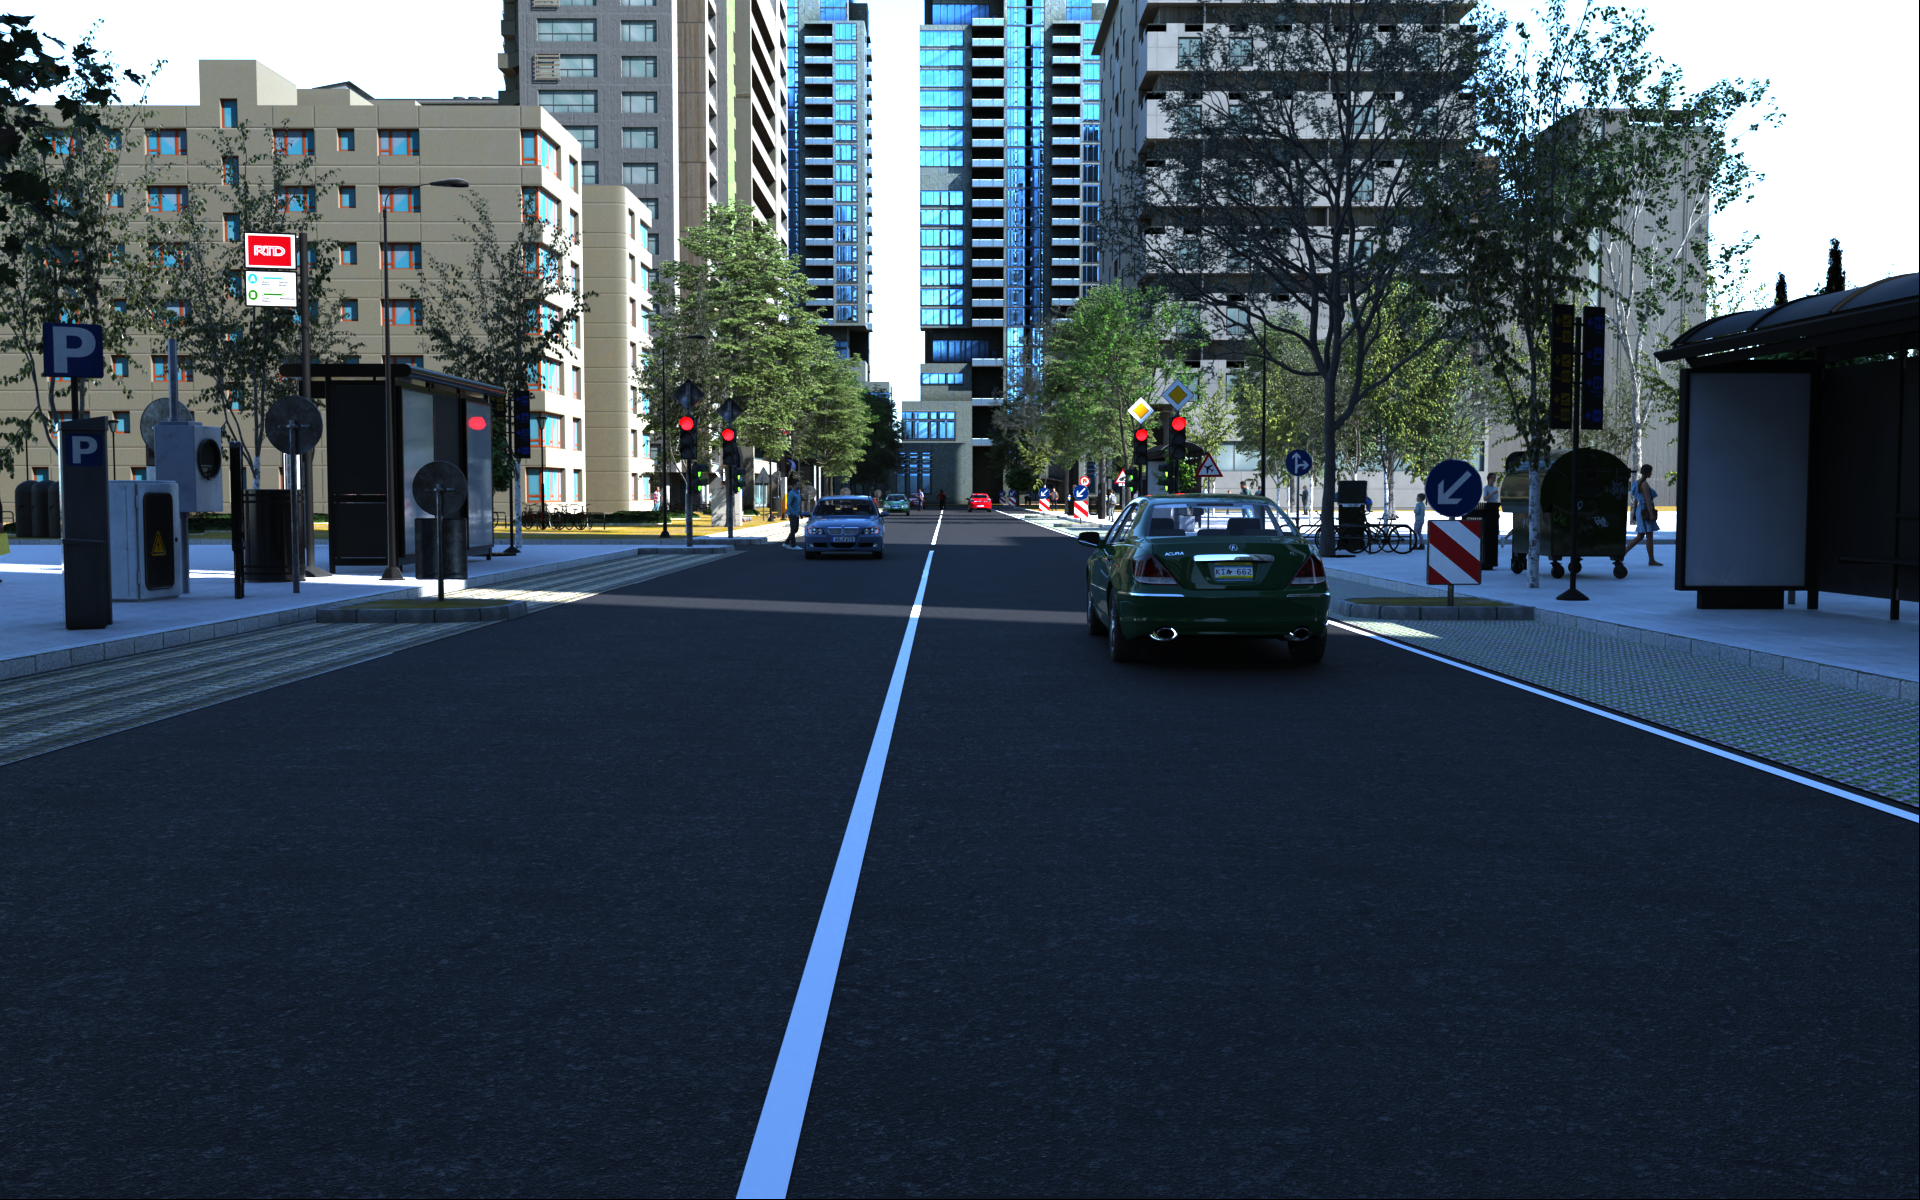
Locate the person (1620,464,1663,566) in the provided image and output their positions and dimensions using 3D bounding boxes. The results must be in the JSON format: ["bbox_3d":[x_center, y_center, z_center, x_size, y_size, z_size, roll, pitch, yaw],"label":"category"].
[{"bbox_3d":[12.122,-1.506,30.754,0.778,1.811,0.616,0,4,6],"label":"person"}]

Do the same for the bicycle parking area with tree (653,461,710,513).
[{"bbox_3d":[-19.080,-8.050,118.616,9.016,4.147,8.231,1,4,17],"label":"bicycle parking area with tree"}]

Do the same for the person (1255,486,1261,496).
[{"bbox_3d":[18.157,-6.041,105.158,0.623,1.781,0.721,-2,4,-24],"label":"person"}]

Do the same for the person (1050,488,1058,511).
[{"bbox_3d":[7.238,-7.763,133.496,0.617,1.759,0.750,1,4,11],"label":"person"}]

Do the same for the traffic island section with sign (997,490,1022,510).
[{"bbox_3d":[4.482,-8.826,152.938,1.989,1.847,2.006,0,4,0],"label":"traffic island section with sign"}]

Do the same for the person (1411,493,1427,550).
[{"bbox_3d":[10.537,-1.806,39.846,0.394,1.301,0.425,2,4,24],"label":"person"}]

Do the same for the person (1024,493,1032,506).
[{"bbox_3d":[7.020,-10.390,179.100,0.628,1.438,0.799,2,4,32],"label":"person"}]

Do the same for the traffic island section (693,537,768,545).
[{"bbox_3d":[-6.684,-1.713,50.296,2.009,0.180,2.903,0,4,0],"label":"traffic island section"}]

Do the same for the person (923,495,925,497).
[{"bbox_3d":[-4.471,-11.424,195.994,1.217,1.735,0.721,0,4,7],"label":"person"}]

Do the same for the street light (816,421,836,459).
[{"bbox_3d":[-8.598,-8.435,110.461,1.470,5.913,1.316,0,4,0],"label":"street light"}]

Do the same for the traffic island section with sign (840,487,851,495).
[{"bbox_3d":[-6.761,-5.779,103.114,1.989,1.847,2.006,0,4,0],"label":"traffic island section with sign"}]

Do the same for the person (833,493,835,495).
[{"bbox_3d":[-12.174,-9.564,163.123,1.217,1.736,0.721,0,3,0],"label":"person"}]

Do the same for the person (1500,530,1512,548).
[{"bbox_3d":[12.989,-2.048,40.278,0.760,1.731,0.466,0,4,-2],"label":"person"}]

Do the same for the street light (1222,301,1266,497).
[{"bbox_3d":[6.781,-4.232,41.729,1.470,5.913,1.316,0,4,0],"label":"street light"}]

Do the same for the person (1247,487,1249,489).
[{"bbox_3d":[20.798,-7.318,125.867,0.537,1.800,0.526,1,4,14],"label":"person"}]

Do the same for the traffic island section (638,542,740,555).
[{"bbox_3d":[-6.623,-1.225,42.312,2.009,0.180,2.903,0,4,0],"label":"traffic island section"}]

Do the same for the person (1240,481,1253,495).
[{"bbox_3d":[10.874,-3.647,66.025,0.721,1.781,0.623,-1,4,-19],"label":"person"}]

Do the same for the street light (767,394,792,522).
[{"bbox_3d":[-8.280,-6.608,80.574,1.470,5.913,1.316,0,4,0],"label":"street light"}]

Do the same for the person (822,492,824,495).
[{"bbox_3d":[-15.422,-11.669,197.496,0.621,1.740,0.551,2,4,24],"label":"person"}]

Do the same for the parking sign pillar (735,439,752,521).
[{"bbox_3d":[-10.761,-5.805,83.388,1.447,3.967,1.447,-1,4,-18],"label":"parking sign pillar"}]

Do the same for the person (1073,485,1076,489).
[{"bbox_3d":[6.899,-5.995,104.040,0.573,1.828,0.580,-2,4,-25],"label":"person"}]

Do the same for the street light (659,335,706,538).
[{"bbox_3d":[-8.113,-4.778,50.657,1.470,5.913,1.316,0,4,0],"label":"street light"}]

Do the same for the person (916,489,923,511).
[{"bbox_3d":[-3.425,-8.386,145.486,0.599,1.838,0.709,-3,4,-37],"label":"person"}]

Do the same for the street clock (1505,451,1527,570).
[{"bbox_3d":[9.499,-1.517,29.378,0.471,2.002,0.358,-1,4,-19],"label":"street clock"}]

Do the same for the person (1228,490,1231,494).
[{"bbox_3d":[16.833,-6.117,108.654,0.523,1.515,0.503,-2,4,-32],"label":"person"}]

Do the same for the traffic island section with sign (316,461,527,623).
[{"bbox_3d":[-6.129,-0.699,20.059,1.989,1.847,2.006,0,4,0],"label":"traffic island section with sign"}]

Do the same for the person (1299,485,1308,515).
[{"bbox_3d":[20.906,-6.062,105.340,0.590,1.801,0.661,-1,4,-9],"label":"person"}]

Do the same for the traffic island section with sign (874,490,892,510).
[{"bbox_3d":[-7.136,-8.793,152.401,1.989,1.847,2.006,0,4,0],"label":"traffic island section with sign"}]

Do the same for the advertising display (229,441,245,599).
[{"bbox_3d":[-8.968,-0.997,21.515,0.123,1.923,0.974,-1,4,-21],"label":"advertising display"}]

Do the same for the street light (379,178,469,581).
[{"bbox_3d":[-7.923,-3.248,25.640,1.470,5.913,1.316,0,4,0],"label":"street light"}]

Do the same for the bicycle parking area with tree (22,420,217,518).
[{"bbox_3d":[-35.085,-4.992,68.614,8.231,4.147,9.016,3,5,40],"label":"bicycle parking area with tree"}]

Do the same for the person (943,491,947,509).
[{"bbox_3d":[-1.635,-9.780,169.213,0.445,1.727,0.742,2,4,28],"label":"person"}]

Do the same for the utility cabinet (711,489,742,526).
[{"bbox_3d":[-9.289,-3.688,68.984,1.173,1.500,0.318,0,4,7],"label":"utility cabinet"}]

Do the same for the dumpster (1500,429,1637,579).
[{"bbox_3d":[9.460,-1.497,26.966,1.502,2.255,1.985,0,4,-1],"label":"dumpster"}]

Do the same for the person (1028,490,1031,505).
[{"bbox_3d":[7.804,-11.705,197.956,0.750,1.759,0.617,3,5,40],"label":"person"}]

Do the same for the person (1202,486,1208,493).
[{"bbox_3d":[15.096,-6.129,106.509,0.793,1.790,0.793,-2,4,-23],"label":"person"}]

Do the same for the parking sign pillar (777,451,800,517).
[{"bbox_3d":[-9.538,-6.633,96.916,1.447,3.967,1.447,3,5,41],"label":"parking sign pillar"}]

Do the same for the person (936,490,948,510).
[{"bbox_3d":[-1.629,-9.036,156.171,1.348,1.831,0.705,3,4,37],"label":"person"}]

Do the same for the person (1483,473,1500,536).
[{"bbox_3d":[11.712,-1.921,38.020,0.480,1.755,0.524,-2,4,-33],"label":"person"}]

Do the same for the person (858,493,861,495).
[{"bbox_3d":[-10.514,-10.560,181.935,0.421,1.427,0.697,-3,5,-40],"label":"person"}]

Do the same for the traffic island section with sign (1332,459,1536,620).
[{"bbox_3d":[5.497,-0.724,20.458,1.989,1.847,2.006,0,4,0],"label":"traffic island section with sign"}]

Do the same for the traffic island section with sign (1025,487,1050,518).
[{"bbox_3d":[4.867,-5.785,103.209,1.989,1.847,2.006,0,4,0],"label":"traffic island section with sign"}]

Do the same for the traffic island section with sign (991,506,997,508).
[{"bbox_3d":[4.277,-10.489,180.124,1.989,1.847,2.006,0,4,0],"label":"traffic island section with sign"}]

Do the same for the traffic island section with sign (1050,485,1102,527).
[{"bbox_3d":[5.073,-4.062,75.040,1.989,1.847,2.006,0,4,0],"label":"traffic island section with sign"}]

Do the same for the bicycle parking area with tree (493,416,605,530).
[{"bbox_3d":[-17.382,-4.609,62.355,8.231,4.147,9.016,-2,4,-27],"label":"bicycle parking area with tree"}]

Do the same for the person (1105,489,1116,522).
[{"bbox_3d":[6.879,-4.298,78.905,0.523,1.515,0.503,0,4,8],"label":"person"}]

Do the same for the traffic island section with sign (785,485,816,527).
[{"bbox_3d":[-6.556,-4.097,75.607,1.989,1.847,2.006,0,4,0],"label":"traffic island section with sign"}]

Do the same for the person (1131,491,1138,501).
[{"bbox_3d":[12.282,-6.978,120.809,0.731,1.740,0.598,2,4,28],"label":"person"}]
